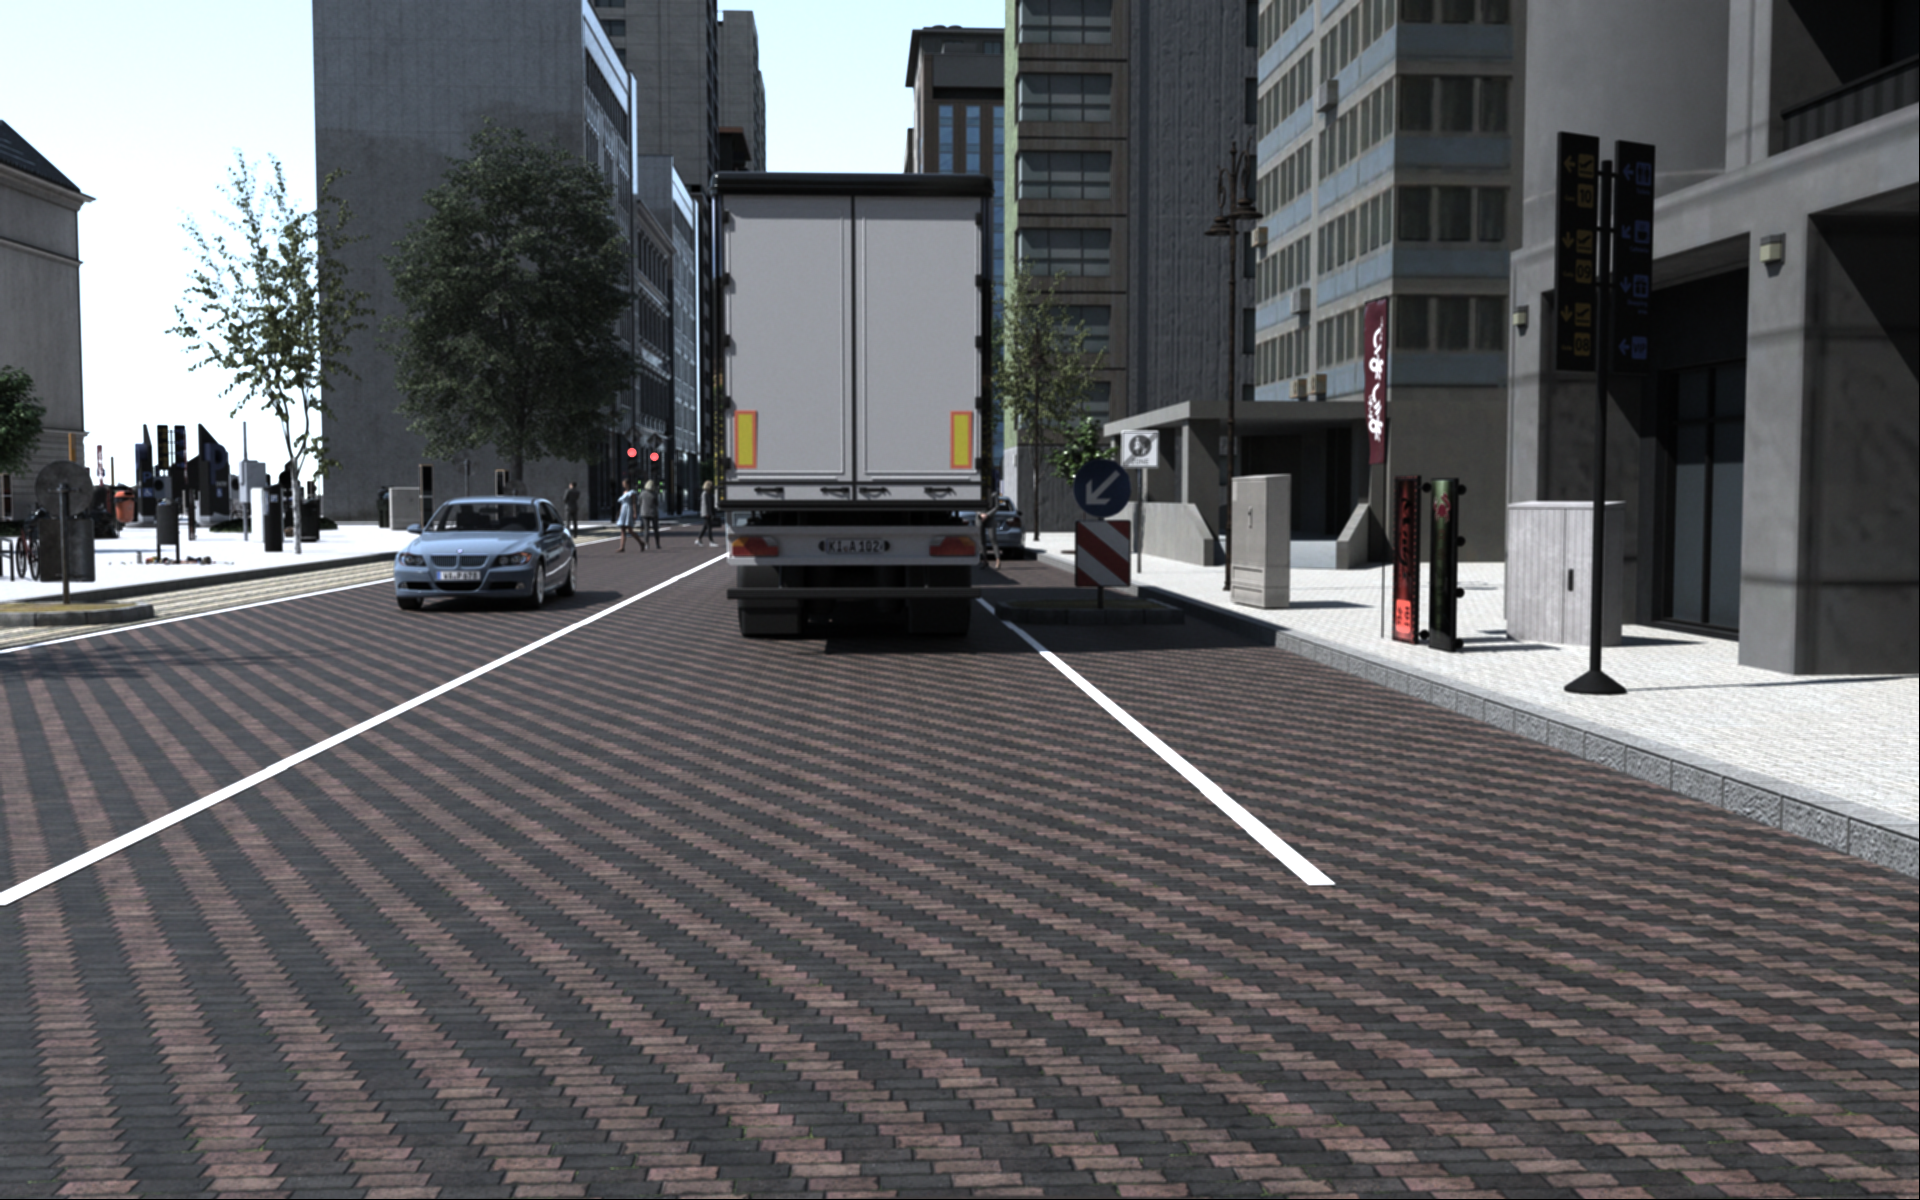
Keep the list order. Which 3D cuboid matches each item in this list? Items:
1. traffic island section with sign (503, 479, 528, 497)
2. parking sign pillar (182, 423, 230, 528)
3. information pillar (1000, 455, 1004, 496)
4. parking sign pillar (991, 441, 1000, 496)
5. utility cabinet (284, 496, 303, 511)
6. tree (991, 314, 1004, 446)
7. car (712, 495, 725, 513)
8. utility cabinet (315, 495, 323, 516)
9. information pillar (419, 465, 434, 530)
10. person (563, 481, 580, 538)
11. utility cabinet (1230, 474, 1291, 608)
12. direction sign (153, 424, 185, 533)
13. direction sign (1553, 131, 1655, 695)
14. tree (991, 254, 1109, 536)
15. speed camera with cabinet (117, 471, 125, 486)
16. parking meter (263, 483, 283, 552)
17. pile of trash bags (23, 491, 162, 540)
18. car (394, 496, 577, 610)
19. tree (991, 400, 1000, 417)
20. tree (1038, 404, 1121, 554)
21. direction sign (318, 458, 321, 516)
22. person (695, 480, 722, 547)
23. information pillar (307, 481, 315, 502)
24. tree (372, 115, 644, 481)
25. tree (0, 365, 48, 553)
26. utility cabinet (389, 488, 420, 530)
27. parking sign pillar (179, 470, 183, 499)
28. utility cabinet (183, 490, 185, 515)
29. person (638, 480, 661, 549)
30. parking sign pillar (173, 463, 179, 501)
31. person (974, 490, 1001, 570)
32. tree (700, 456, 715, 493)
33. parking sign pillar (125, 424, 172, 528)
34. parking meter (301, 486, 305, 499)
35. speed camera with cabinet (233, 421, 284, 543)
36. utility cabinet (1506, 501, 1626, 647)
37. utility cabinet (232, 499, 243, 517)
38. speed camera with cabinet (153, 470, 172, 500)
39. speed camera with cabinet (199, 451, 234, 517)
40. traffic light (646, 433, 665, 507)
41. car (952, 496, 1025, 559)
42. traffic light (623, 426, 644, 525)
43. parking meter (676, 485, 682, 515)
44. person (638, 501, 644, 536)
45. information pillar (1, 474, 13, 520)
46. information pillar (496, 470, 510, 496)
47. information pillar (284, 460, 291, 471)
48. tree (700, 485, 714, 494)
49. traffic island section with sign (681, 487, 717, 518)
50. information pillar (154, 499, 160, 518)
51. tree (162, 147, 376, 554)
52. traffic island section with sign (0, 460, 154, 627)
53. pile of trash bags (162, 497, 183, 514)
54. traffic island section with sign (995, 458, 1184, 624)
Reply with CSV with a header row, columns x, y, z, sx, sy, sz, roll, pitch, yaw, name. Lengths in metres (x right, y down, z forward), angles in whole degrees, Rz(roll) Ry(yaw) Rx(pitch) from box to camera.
x,y,z,sx,sy,sz,roll,pitch,yaw,name
-11.943,-2.309,46.378,1.989,1.847,2.006,0,4,-3,traffic island section with sign
-28.605,-4.768,66.425,1.447,3.967,1.447,1,4,11,parking sign pillar
2.529,-6.825,102.938,0.183,3.616,0.504,2,4,26,information pillar
1.399,-6.003,86.618,1.447,3.967,1.447,0,4,1,parking sign pillar
-34.917,-4.870,90.784,1.020,1.237,0.306,1,4,21,utility cabinet
-0.135,-10.182,92.236,9.928,11.665,9.643,0,3,0,tree
-15.951,-6.333,115.548,2.014,1.417,4.499,0,4,-5,car
-38.220,-5.624,103.106,1.020,1.237,0.306,-2,4,-24,utility cabinet
-13.360,-2.380,43.402,0.304,2.012,0.304,-2,4,-25,information pillar
-12.630,-2.920,56.044,0.447,1.846,0.655,3,5,43,person
3.412,-0.678,19.767,0.318,1.500,1.173,-1,4,-10,utility cabinet
-25.761,-3.955,56.658,0.876,3.537,0.379,-3,5,-39,direction sign
4.122,-1.171,11.137,0.876,3.537,0.379,-2,4,-30,direction sign
2.406,-6.276,52.972,4.737,8.622,4.395,0,3,0,tree
-70.444,-9.256,145.671,0.660,3.252,2.038,-2,4,-33,speed camera with cabinet
-15.294,-1.844,38.554,0.372,1.533,0.369,0,3,0,parking meter
-25.111,-2.453,49.851,1.912,1.369,3.447,1,4,17,pile of trash bags
-6.207,-0.676,23.063,2.014,1.417,4.499,0,4,-4,car
-1.971,-12.241,117.148,9.611,12.733,9.660,0,3,0,tree
2.766,-2.609,37.261,1.663,3.219,1.824,0,3,0,tree
-30.958,-5.606,83.657,0.379,3.537,0.876,-1,4,-20,direction sign
-6.887,-2.365,47.350,0.728,1.800,0.709,1,4,14,person
-35.279,-5.484,94.154,0.304,2.012,0.304,1,4,19,information pillar
-15.471,-9.397,60.295,9.857,13.997,8.962,0,3,0,tree
-21.588,-3.303,37.712,4.285,4.588,4.351,0,3,0,tree
-19.336,-3.177,60.621,1.173,1.500,0.318,-2,4,-35,utility cabinet
-45.885,-7.072,104.094,1.447,3.967,1.447,-1,4,-18,parking sign pillar
-46.983,-5.937,105.748,0.318,1.500,1.173,0,4,5,utility cabinet
-8.145,-2.246,45.408,0.537,1.800,0.526,0,4,7,person
-54.127,-8.020,119.592,1.447,3.967,1.447,2,4,27,parking sign pillar
0.511,-1.479,32.963,0.520,1.790,0.573,0,4,-1,person
-20.502,-9.824,144.330,4.285,4.588,4.351,0,3,0,tree
-30.967,-4.729,65.787,1.447,3.967,1.447,-2,4,-33,parking sign pillar
-50.115,-7.712,131.796,0.399,1.863,0.255,1,4,10,parking meter
-18.777,-3.191,46.504,0.660,3.252,2.038,-3,4,-38,speed camera with cabinet
5.205,-0.231,14.941,0.306,1.237,1.020,-2,4,-31,utility cabinet
-40.638,-5.279,97.467,1.020,1.237,0.306,-1,4,-13,utility cabinet
-40.855,-5.690,87.374,2.038,3.252,0.660,1,4,12,speed camera with cabinet
-34.047,-5.221,79.705,0.660,3.252,2.038,1,4,22,speed camera with cabinet
-13.911,-5.521,79.189,0.839,4.253,0.868,0,4,-3,traffic light
0.469,-1.673,39.349,2.014,1.417,4.499,0,4,-3,car
-13.422,-5.034,71.219,0.839,4.253,0.868,0,4,-3,traffic light
-17.211,-6.140,106.097,0.255,1.863,0.399,-2,4,-26,parking meter
-10.849,-2.813,59.175,0.352,1.250,0.332,1,4,22,person
-34.635,-3.576,62.954,0.304,2.012,0.304,-2,4,-35,information pillar
-13.926,-2.954,52.783,0.304,2.012,0.304,1,4,16,information pillar
-44.435,-7.541,114.651,0.504,3.616,0.183,-3,4,-36,information pillar
-21.281,-9.424,148.688,1.663,3.219,1.824,0,3,0,tree
-15.353,-5.707,101.938,1.989,1.847,2.006,0,4,-3,traffic island section with sign
-41.821,-5.232,90.032,0.304,2.012,0.304,0,3,0,information pillar
-14.313,-5.282,36.730,4.737,8.622,4.395,0,3,0,tree
-10.287,-0.663,19.472,1.989,1.847,2.006,0,4,-3,traffic island section with sign
-51.296,-6.192,110.996,3.447,1.369,1.912,1,4,12,pile of trash bags
1.428,-0.697,20.020,1.989,1.847,2.006,0,4,-3,traffic island section with sign
